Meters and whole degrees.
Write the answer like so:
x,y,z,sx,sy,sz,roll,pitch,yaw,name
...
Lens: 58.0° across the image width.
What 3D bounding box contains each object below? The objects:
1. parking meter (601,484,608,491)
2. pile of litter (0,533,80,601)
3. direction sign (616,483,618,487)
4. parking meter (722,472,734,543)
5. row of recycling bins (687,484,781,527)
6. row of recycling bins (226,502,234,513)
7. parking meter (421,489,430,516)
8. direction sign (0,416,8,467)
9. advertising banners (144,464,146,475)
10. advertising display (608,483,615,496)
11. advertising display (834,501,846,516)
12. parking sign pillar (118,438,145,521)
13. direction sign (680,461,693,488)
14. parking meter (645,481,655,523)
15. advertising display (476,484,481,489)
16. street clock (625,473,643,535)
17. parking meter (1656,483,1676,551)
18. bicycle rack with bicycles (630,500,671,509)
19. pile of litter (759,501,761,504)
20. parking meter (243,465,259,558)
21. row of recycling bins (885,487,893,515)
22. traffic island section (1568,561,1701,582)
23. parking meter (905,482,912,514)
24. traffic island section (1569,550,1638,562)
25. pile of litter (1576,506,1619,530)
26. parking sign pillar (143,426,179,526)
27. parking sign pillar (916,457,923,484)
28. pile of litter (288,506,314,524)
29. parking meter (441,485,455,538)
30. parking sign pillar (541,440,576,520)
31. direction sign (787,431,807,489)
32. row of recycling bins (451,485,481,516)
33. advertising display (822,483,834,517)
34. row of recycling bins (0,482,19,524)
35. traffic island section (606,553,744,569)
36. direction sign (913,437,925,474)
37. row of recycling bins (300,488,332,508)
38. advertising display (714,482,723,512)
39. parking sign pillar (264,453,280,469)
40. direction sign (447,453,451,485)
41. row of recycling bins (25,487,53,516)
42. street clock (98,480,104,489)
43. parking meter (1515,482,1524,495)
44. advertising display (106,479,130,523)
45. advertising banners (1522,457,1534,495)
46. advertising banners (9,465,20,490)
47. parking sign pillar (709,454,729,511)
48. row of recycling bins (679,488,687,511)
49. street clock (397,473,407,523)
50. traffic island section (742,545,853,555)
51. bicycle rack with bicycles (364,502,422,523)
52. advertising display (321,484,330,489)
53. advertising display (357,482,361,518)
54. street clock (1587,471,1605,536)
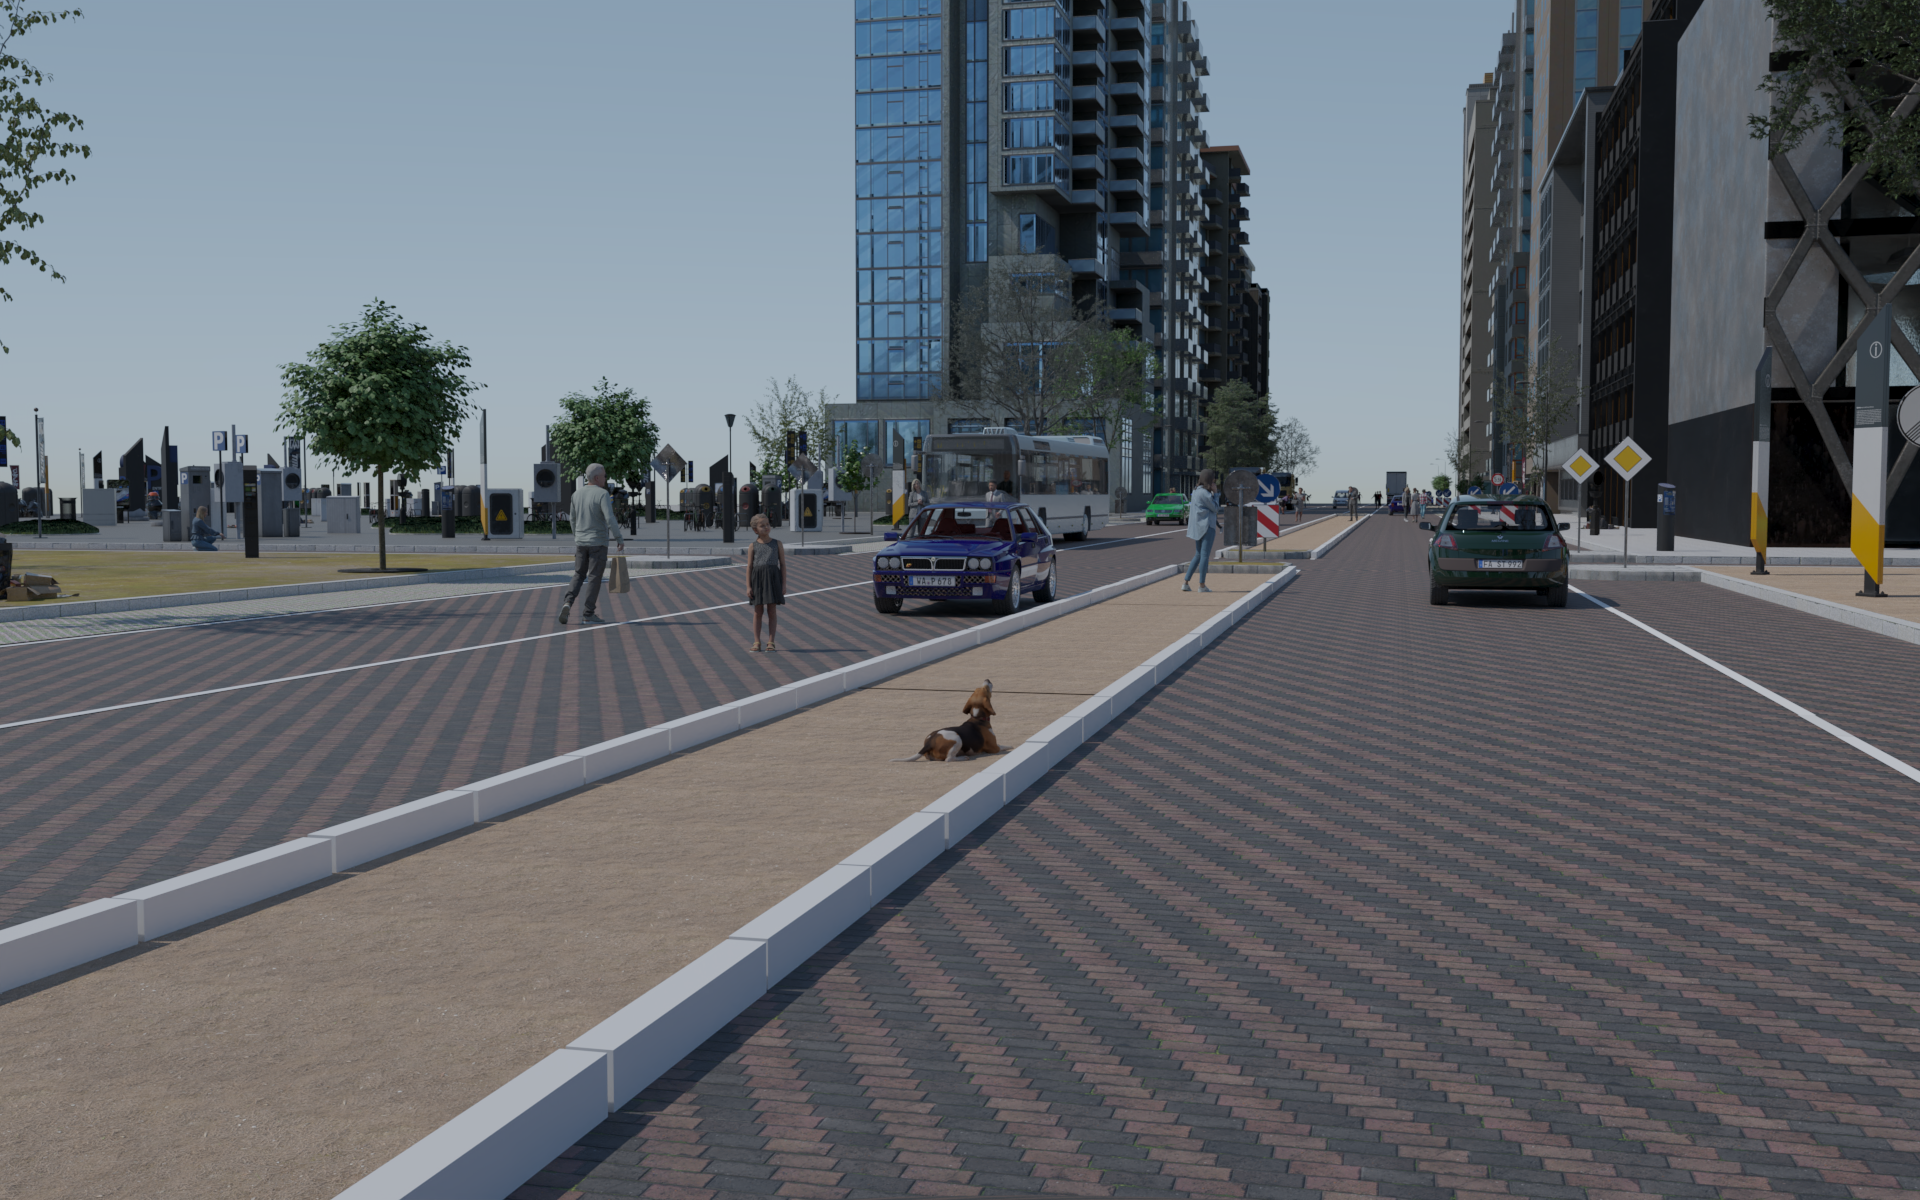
x,y,z,sx,sy,sz,roll,pitch,yaw,name
-19.547,-5.474,95.207,0.399,1.863,0.255,2,4,26,parking meter
-11.535,-0.434,21.057,1.176,0.858,1.719,3,4,37,pile of litter
-17.966,-6.036,90.690,0.876,3.537,0.379,3,4,36,direction sign
-6.109,-2.446,45.700,0.255,1.863,0.399,0,4,1,parking meter
-8.749,-3.723,67.980,3.534,1.692,1.069,0,4,6,row of recycling bins
-50.087,-6.816,118.553,1.069,1.692,3.534,2,4,34,row of recycling bins
-24.835,-4.410,80.516,0.372,1.533,0.369,0,3,0,parking meter
-28.018,-3.551,50.059,0.876,3.537,0.379,-2,4,-30,direction sign
-49.018,-6.474,102.042,2.074,3.025,0.090,0,4,-5,advertising banners
-20.198,-5.776,99.658,0.123,1.923,0.974,2,4,27,advertising display
-6.984,-5.763,99.446,0.974,1.923,0.123,-3,4,-38,advertising display
-39.293,-5.729,82.147,1.447,3.967,1.447,1,4,11,parking sign pillar
-18.443,-7.645,116.992,0.876,3.537,0.379,-1,4,-18,direction sign
-13.780,-4.357,76.949,0.399,1.863,0.255,2,4,31,parking meter
-32.291,-6.824,116.790,0.123,1.923,0.974,2,4,24,advertising display
-10.189,-3.023,53.992,0.471,2.002,0.358,-1,4,-8,street clock
15.868,-1.866,38.919,0.372,1.533,0.369,0,3,0,parking meter
-19.362,-5.728,107.039,2.852,0.926,2.925,3,5,44,bicycle rack with bicycles
-13.088,-6.169,114.820,1.719,0.858,1.176,-3,5,-39,pile of litter
-14.252,-1.780,34.817,0.255,1.863,0.399,-1,4,-21,parking meter
-3.495,-6.099,106.826,1.069,1.692,3.534,-2,4,-31,row of recycling bins
11.538,-0.472,29.993,2.009,0.180,2.903,1,4,14,traffic island section
-2.539,-4.797,84.150,0.255,1.863,0.399,-3,5,-41,parking meter
13.499,-0.945,37.735,2.009,0.180,2.903,1,4,14,traffic island section
23.345,-3.018,63.307,1.176,0.858,1.719,-1,4,-13,pile of litter
-31.544,-4.932,69.103,1.447,3.967,1.447,-2,4,-32,parking sign pillar
-1.762,-6.548,95.532,1.447,3.967,1.447,0,4,-6,parking sign pillar
-28.908,-3.777,75.723,1.176,0.858,1.719,-2,4,-32,pile of litter
-14.973,-2.584,50.667,0.372,1.533,0.369,0,3,0,parking meter
-15.631,-4.833,67.498,1.447,3.967,1.447,1,4,17,parking sign pillar
-5.846,-4.292,62.175,0.876,3.537,0.379,-3,5,-42,direction sign
-22.703,-4.394,78.955,1.069,1.692,3.534,-2,4,-34,row of recycling bins
-7.781,-5.699,98.386,0.974,1.923,0.123,-2,4,-32,advertising display
-34.185,-3.323,61.440,1.069,1.692,3.534,-3,4,-37,row of recycling bins
-5.806,-0.740,34.376,2.009,0.180,2.903,1,4,14,traffic island section
-1.405,-4.666,68.290,0.876,3.537,0.379,1,4,8,direction sign
-41.303,-6.353,110.989,3.534,1.692,1.069,3,5,45,row of recycling bins
-13.150,-5.554,96.025,0.974,1.923,0.123,1,4,20,advertising display
-45.352,-7.691,114.216,1.447,3.967,1.447,3,4,38,parking sign pillar
-25.265,-5.732,85.722,0.379,3.537,0.876,0,4,-5,direction sign
-54.275,-5.804,102.000,1.069,1.692,3.534,-1,4,-11,row of recycling bins
-45.084,-5.285,90.982,0.358,2.002,0.471,-1,4,-20,street clock
27.159,-4.798,84.155,0.399,1.863,0.255,2,4,26,parking meter
-36.780,-4.311,75.701,0.123,1.923,0.974,2,4,34,advertising display
26.551,-5.189,81.034,0.090,3.025,2.074,0,4,5,advertising banners
-56.061,-6.617,104.368,2.074,3.025,0.090,-2,4,-26,advertising banners
-16.265,-7.865,117.061,1.447,3.967,1.447,0,4,4,parking sign pillar
-17.613,-6.524,113.785,1.069,1.692,3.534,-1,4,-23,row of recycling bins
-19.533,-3.432,60.688,0.358,2.002,0.471,-2,4,-34,street clock
-3.845,-1.213,42.117,2.009,0.180,2.903,1,4,14,traffic island section
-25.068,-3.855,76.413,2.852,0.926,2.925,0,4,-1,bicycle rack with bicycles
-41.475,-6.606,113.228,0.123,1.923,0.974,0,4,7,advertising display
-32.617,-5.433,94.037,0.123,1.923,0.974,-1,4,-14,advertising display
20.109,-3.069,54.745,0.471,2.002,0.358,-1,4,-20,street clock
